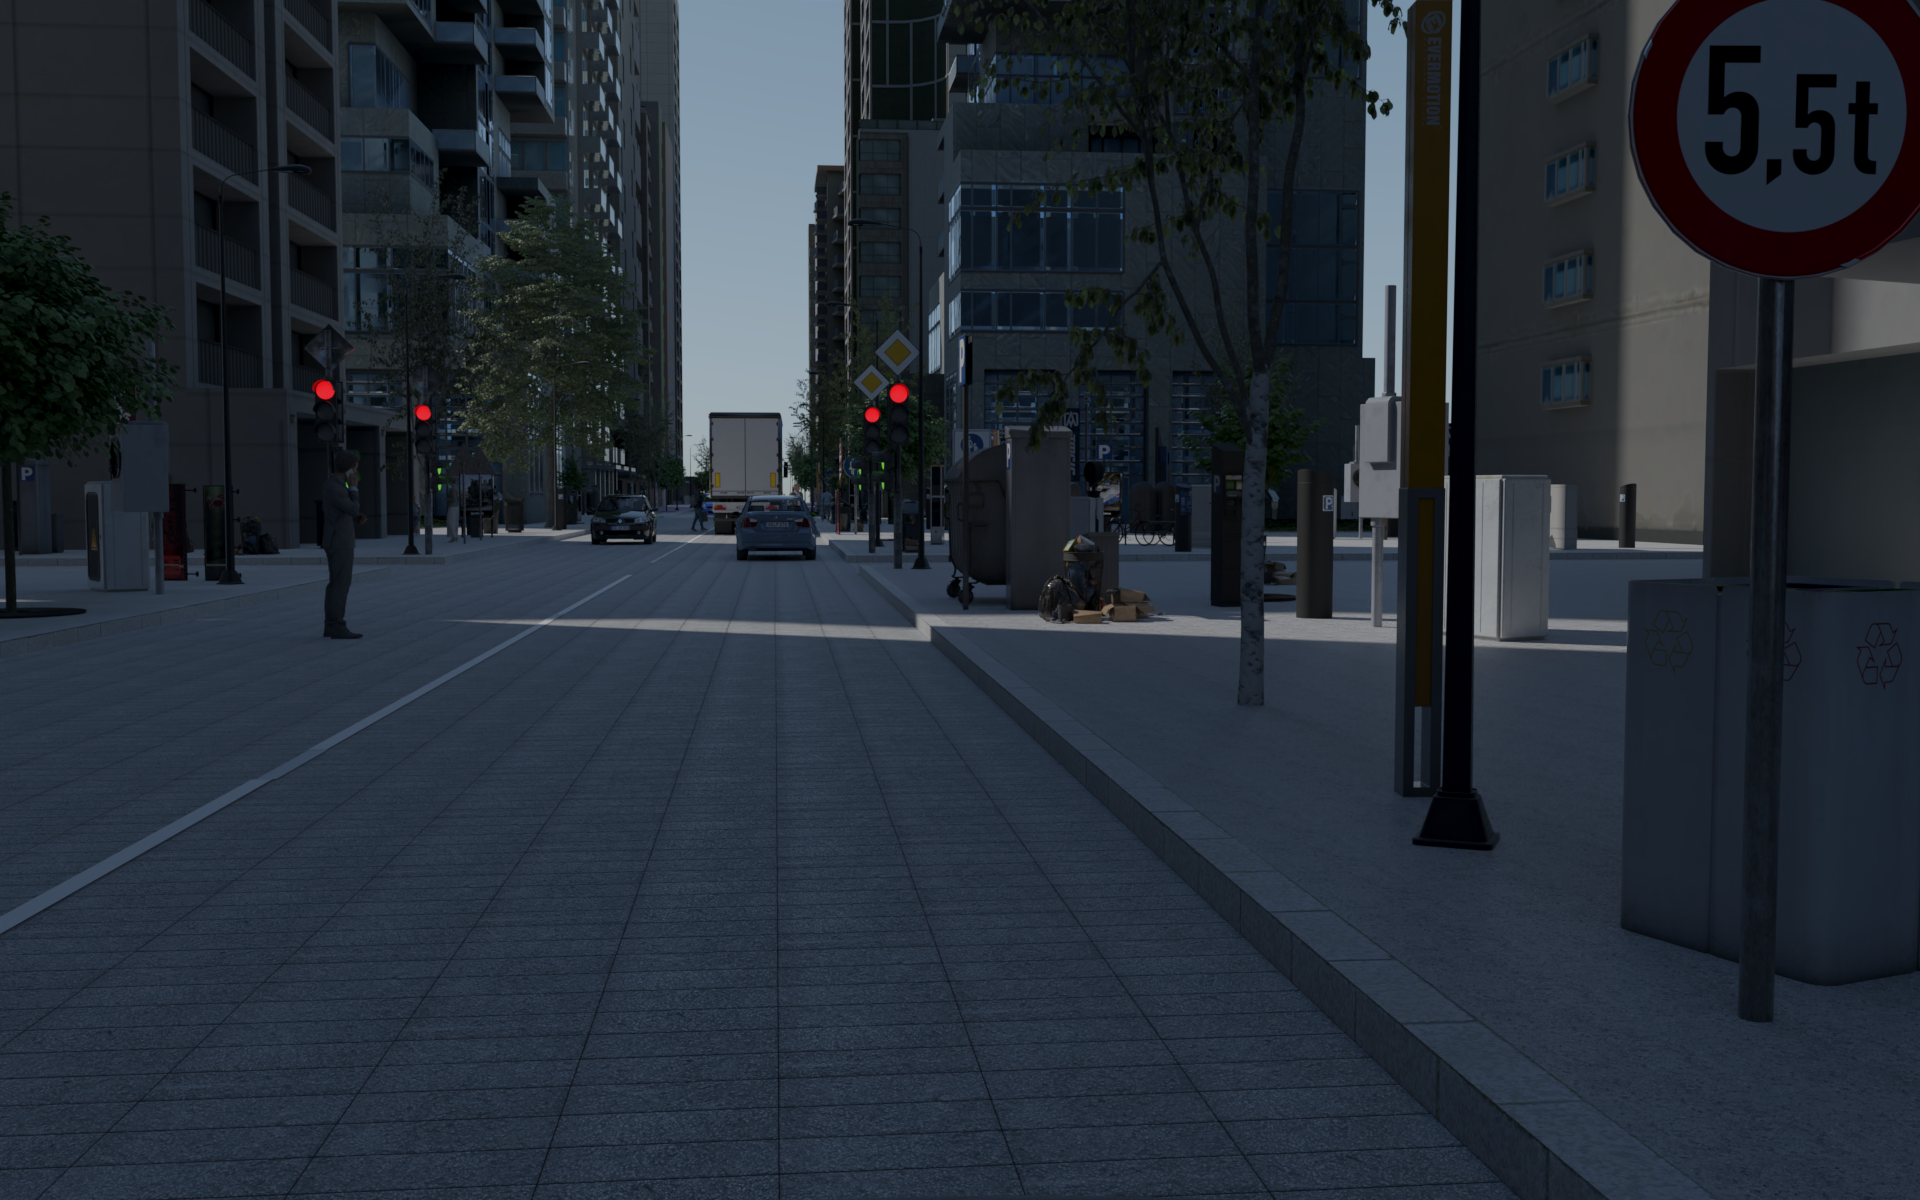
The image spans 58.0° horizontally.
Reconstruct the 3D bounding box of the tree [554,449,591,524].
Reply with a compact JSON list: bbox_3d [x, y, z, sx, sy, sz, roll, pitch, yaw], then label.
[{"bbox_3d":[-16.707,-4.915,74.955,1.663,3.219,1.824,0,3,0],"label":"tree"}]

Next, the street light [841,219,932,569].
[{"bbox_3d":[-1.201,-3.480,29.443,1.470,5.913,1.316,0,4,-6],"label":"street light"}]

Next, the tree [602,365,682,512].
[{"bbox_3d":[-18.185,-8.978,97.148,4.360,8.622,3.978,0,3,0],"label":"tree"}]

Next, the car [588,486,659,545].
[{"bbox_3d":[-9.770,-2.486,50.435,2.009,1.686,4.222,0,4,-7],"label":"car"}]

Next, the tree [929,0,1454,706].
[{"bbox_3d":[1.643,-3.678,10.504,4.360,8.622,3.978,0,3,0],"label":"tree"}]

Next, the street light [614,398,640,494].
[{"bbox_3d":[-16.172,-6.815,83.972,1.470,5.913,1.316,0,4,-6],"label":"street light"}]

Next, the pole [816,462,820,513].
[{"bbox_3d":[-9.156,-7.215,111.806,0.158,3.312,0.155,0,3,0],"label":"pole"}]

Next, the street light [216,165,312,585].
[{"bbox_3d":[-9.843,-3.179,24.522,1.470,5.913,1.316,0,4,-6],"label":"street light"}]

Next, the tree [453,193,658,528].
[{"bbox_3d":[-15.233,-9.040,65.927,7.486,12.596,7.792,0,3,0],"label":"tree"}]

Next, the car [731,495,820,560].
[{"bbox_3d":[-4.135,-1.643,38.868,2.014,1.417,4.499,0,4,-6],"label":"car"}]

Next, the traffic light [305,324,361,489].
[{"bbox_3d":[-10.391,-2.430,28.644,0.839,4.253,0.868,0,4,-6],"label":"traffic light"}]

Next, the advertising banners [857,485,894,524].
[{"bbox_3d":[-3.545,-4.717,73.308,2.074,3.025,0.090,1,4,8],"label":"advertising banners"}]

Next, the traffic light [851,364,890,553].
[{"bbox_3d":[-1.934,-2.977,37.592,0.839,4.253,0.868,0,4,-6],"label":"traffic light"}]

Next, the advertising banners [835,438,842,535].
[{"bbox_3d":[-3.838,-3.578,54.693,0.090,3.025,2.074,-1,4,-9],"label":"advertising banners"}]

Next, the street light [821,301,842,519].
[{"bbox_3d":[-2.542,-4.248,41.989,1.470,5.913,1.316,0,4,-6],"label":"street light"}]

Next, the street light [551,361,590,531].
[{"bbox_3d":[-13.628,-5.392,60.701,1.470,5.913,1.316,0,4,-6],"label":"street light"}]

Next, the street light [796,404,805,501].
[{"bbox_3d":[-7.548,-7.124,89.026,1.470,5.913,1.316,0,4,-6],"label":"street light"}]

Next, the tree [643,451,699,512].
[{"bbox_3d":[-21.706,-8.819,127.909,4.285,4.588,4.351,0,3,0],"label":"tree"}]

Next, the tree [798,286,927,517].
[{"bbox_3d":[-3.126,-6.809,61.687,4.737,8.622,4.395,0,3,0],"label":"tree"}]

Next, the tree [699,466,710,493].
[{"bbox_3d":[-30.145,-13.545,205.172,4.285,4.588,4.351,0,3,0],"label":"tree"}]

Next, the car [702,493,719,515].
[{"bbox_3d":[-14.822,-5.794,104.323,1.945,1.707,3.694,0,4,-8],"label":"car"}]

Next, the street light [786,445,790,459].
[{"bbox_3d":[-13.152,-10.291,140.802,1.470,5.913,1.316,0,4,-6],"label":"street light"}]

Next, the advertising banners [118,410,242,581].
[{"bbox_3d":[-11.646,-1.796,25.560,2.074,3.025,0.090,0,4,6],"label":"advertising banners"}]

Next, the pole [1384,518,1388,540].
[{"bbox_3d":[11.854,-3.336,48.385,0.158,3.312,0.155,0,3,0],"label":"pole"}]

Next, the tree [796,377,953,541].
[{"bbox_3d":[-1.881,-3.929,47.960,4.285,4.588,4.351,0,3,0],"label":"tree"}]

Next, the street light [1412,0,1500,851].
[{"bbox_3d":[1.295,-2.057,6.167,1.470,5.913,1.316,0,4,-6],"label":"street light"}]

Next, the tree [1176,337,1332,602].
[{"bbox_3d":[3.560,-1.621,21.111,1.663,3.219,1.824,0,3,0],"label":"tree"}]

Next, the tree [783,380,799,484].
[{"bbox_3d":[-7.469,-8.914,96.109,4.737,8.622,4.395,0,3,0],"label":"tree"}]

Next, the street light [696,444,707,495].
[{"bbox_3d":[-24.210,-11.415,159.168,1.470,5.913,1.316,0,4,-6],"label":"street light"}]

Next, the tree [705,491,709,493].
[{"bbox_3d":[-33.921,-14.560,232.655,1.663,3.219,1.824,0,3,0],"label":"tree"}]

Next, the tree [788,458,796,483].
[{"bbox_3d":[-10.372,-8.393,120.932,4.285,4.588,4.351,0,3,0],"label":"tree"}]

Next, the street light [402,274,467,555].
[{"bbox_3d":[-11.100,-3.918,36.606,1.470,5.913,1.316,0,4,-6],"label":"street light"}]

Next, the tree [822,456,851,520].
[{"bbox_3d":[-5.856,-5.643,86.862,1.663,3.219,1.824,0,3,0],"label":"tree"}]

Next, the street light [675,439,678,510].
[{"bbox_3d":[-19.323,-8.567,112.605,1.470,5.913,1.316,0,4,-6],"label":"street light"}]

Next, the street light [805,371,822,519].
[{"bbox_3d":[-5.030,-5.701,65.752,1.470,5.913,1.316,0,4,-6],"label":"street light"}]

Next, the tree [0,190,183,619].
[{"bbox_3d":[-10.181,-2.115,18.294,4.285,4.588,4.351,0,3,0],"label":"tree"}]

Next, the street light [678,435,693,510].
[{"bbox_3d":[-21.680,-9.991,135.895,1.470,5.913,1.316,0,4,-6],"label":"street light"}]

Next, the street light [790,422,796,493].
[{"bbox_3d":[-10.572,-8.840,117.070,1.470,5.913,1.316,0,4,-6],"label":"street light"}]

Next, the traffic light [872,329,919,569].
[{"bbox_3d":[-1.084,-2.491,29.652,0.839,4.253,0.868,0,4,-6],"label":"traffic light"}]

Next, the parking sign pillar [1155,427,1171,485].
[{"bbox_3d":[8.259,-5.025,70.632,1.447,3.967,1.447,1,4,16],"label":"parking sign pillar"}]

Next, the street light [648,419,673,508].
[{"bbox_3d":[-18.791,-8.258,107.561,1.470,5.913,1.316,0,4,-6],"label":"street light"}]

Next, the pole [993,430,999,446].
[{"bbox_3d":[1.152,-3.765,55.393,0.158,3.312,0.155,0,3,0],"label":"pole"}]

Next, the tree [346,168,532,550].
[{"bbox_3d":[-12.212,-5.486,40.062,4.360,8.622,3.978,0,3,0],"label":"tree"}]

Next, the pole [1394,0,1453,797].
[{"bbox_3d":[1.953,-0.823,7.302,0.158,3.312,0.155,0,3,0],"label":"pole"}]

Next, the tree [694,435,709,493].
[{"bbox_3d":[-31.224,-16.234,215.792,4.737,8.622,4.395,0,3,0],"label":"tree"}]

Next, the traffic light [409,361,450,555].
[{"bbox_3d":[-11.240,-2.915,36.584,0.839,4.253,0.868,0,4,-6],"label":"traffic light"}]
